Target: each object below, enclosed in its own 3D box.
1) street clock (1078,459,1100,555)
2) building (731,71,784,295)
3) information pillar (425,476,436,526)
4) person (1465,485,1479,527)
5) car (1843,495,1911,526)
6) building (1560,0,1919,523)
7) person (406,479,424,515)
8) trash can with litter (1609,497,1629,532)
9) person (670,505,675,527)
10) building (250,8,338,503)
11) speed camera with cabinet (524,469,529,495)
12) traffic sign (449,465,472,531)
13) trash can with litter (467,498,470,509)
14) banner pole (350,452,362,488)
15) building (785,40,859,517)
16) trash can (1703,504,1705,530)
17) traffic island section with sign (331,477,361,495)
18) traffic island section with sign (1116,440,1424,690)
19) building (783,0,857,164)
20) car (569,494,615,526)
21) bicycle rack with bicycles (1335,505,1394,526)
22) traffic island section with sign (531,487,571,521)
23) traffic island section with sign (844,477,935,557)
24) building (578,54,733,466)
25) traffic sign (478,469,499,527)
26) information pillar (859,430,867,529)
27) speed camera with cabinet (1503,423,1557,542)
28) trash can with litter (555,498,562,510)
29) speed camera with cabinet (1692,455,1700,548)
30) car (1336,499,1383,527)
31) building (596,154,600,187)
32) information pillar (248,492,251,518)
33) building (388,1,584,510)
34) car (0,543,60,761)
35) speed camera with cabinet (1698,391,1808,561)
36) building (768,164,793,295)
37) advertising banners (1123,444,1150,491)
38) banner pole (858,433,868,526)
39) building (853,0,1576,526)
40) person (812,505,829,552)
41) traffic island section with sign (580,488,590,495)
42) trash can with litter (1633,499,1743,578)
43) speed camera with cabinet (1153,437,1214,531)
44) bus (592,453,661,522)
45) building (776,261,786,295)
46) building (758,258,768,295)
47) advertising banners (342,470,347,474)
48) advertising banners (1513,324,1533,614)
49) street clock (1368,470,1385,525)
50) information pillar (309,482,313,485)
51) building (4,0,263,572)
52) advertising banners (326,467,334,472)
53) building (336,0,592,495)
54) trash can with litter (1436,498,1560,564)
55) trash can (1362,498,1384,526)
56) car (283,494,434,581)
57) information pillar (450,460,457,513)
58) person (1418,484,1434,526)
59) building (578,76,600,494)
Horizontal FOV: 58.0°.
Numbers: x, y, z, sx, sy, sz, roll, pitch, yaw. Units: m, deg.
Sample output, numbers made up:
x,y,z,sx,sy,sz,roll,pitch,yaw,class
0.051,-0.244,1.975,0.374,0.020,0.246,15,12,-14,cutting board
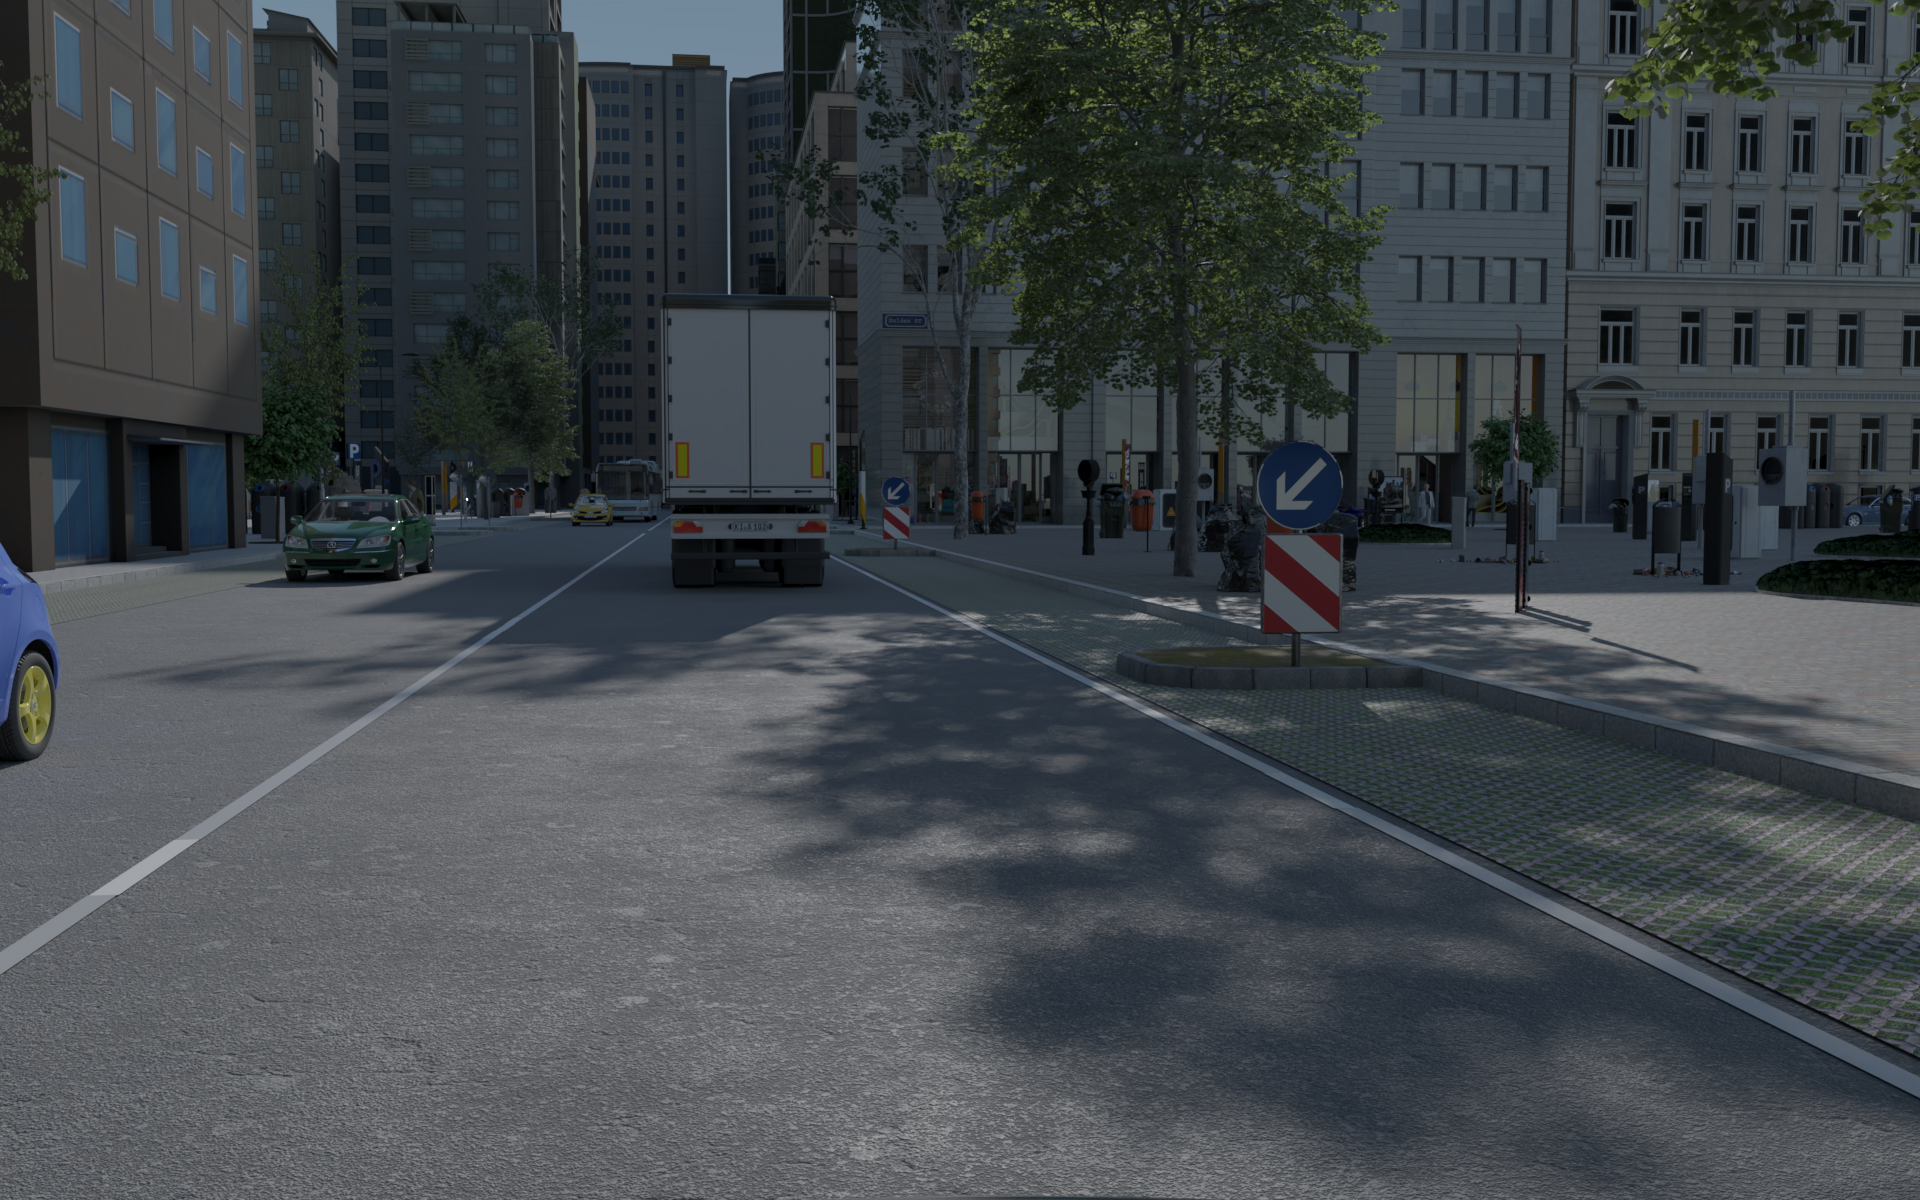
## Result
x,y,z,sx,sy,sz,roll,pitch,yaw,class
2.695,-1.941,36.306,0.358,2.002,0.471,-2,4,-35,street clock
-17.299,-42.605,238.596,28.212,58.520,21.231,-1,4,-8,building
-21.230,-3.972,69.434,0.304,2.012,0.304,0,4,5,information pillar
20.029,-3.618,67.832,0.592,1.802,0.473,1,4,20,person
38.681,-3.755,73.401,4.499,1.417,2.014,-1,4,-10,car
35.060,-18.132,82.366,20.117,28.700,13.634,-1,4,-8,building
-15.032,-2.396,47.589,0.656,1.842,0.836,-1,4,-10,person
22.159,-2.863,58.193,0.624,1.170,1.055,2,4,25,trash can with litter
-12.392,-4.108,75.894,0.641,1.798,0.478,-1,4,-14,person
-83.486,-37.124,196.215,27.495,52.752,28.713,-1,4,-8,building
-35.306,-8.849,139.021,2.038,3.252,0.660,0,4,-6,speed camera with cabinet
-17.405,-3.472,60.415,0.795,2.450,0.064,-1,4,-8,traffic sign
-31.809,-6.168,112.227,1.055,1.170,0.624,1,4,9,trash can with litter
-31.381,-6.105,89.839,0.863,3.779,0.401,1,4,12,banner pole
-0.906,-18.883,113.248,19.350,26.468,34.151,-1,4,-8,building
25.747,-2.916,59.334,0.748,1.137,0.748,0,3,0,trash can
-13.986,-1.880,39.368,1.989,1.847,2.006,-1,4,-8,traffic island section with sign
2.297,-0.301,13.549,1.989,1.847,2.006,-1,4,-8,traffic island section with sign
-8.962,-44.858,171.677,20.563,71.187,20.611,-1,4,-8,building
-16.569,-4.151,78.098,2.015,1.641,3.980,-1,4,-9,car
12.835,-2.666,56.978,2.852,0.926,2.925,3,5,41,bicycle rack with bicycles
-21.883,-5.146,92.759,1.989,1.847,2.006,-1,4,-8,traffic island section with sign
-1.679,-1.940,40.354,1.989,1.847,2.006,-1,4,-8,traffic island section with sign
-45.647,-42.344,234.329,28.212,58.520,21.231,-1,4,-8,building
-18.575,-3.955,68.314,0.795,2.450,0.064,-1,4,-8,traffic sign
-3.541,-4.380,62.961,0.183,3.616,0.504,1,4,13,information pillar
15.703,-3.265,47.726,0.660,3.252,2.038,-1,4,-10,speed camera with cabinet
-32.064,-7.688,137.090,1.055,1.170,0.624,-3,5,-45,trash can with litter
17.922,-2.794,40.018,0.660,3.252,2.038,-1,4,-23,speed camera with cabinet
14.532,-3.388,67.969,3.894,1.354,1.945,-1,4,-9,car
-55.641,-33.586,203.754,28.867,44.769,22.147,-1,4,-8,building
-39.071,-6.321,94.705,0.504,3.616,0.183,-1,4,-16,information pillar
-39.993,-28.395,147.847,14.154,41.232,14.086,-1,4,-8,building
-5.647,0.100,7.957,1.945,1.707,3.694,0,4,-7,car
15.515,-2.415,33.817,0.660,3.252,2.038,-1,4,-20,speed camera with cabinet
-9.489,-23.451,155.126,14.160,30.474,14.107,-1,4,-8,building
6.244,-3.972,61.122,0.090,3.025,2.074,2,4,34,advertising banners
-3.913,-4.926,70.555,0.401,3.779,0.863,0,4,7,banner pole
10.601,-18.326,77.118,29.804,29.767,11.434,-1,4,-8,building
-3.575,-2.064,42.347,0.635,1.810,0.391,2,4,26,person
-25.861,-6.791,119.664,1.989,1.847,2.006,-1,4,-8,traffic island section with sign
11.601,-1.003,27.464,2.233,1.210,1.678,-1,4,-18,trash can with litter
7.737,-4.014,59.966,2.038,3.252,0.660,-1,4,-16,speed camera with cabinet
-17.368,-5.892,91.199,2.948,3.499,13.247,0,4,-7,bus
-8.061,-18.852,137.901,12.332,23.373,15.834,-1,4,-8,building
-17.836,-27.011,213.334,14.160,30.474,14.107,-1,4,-8,building
-44.874,-7.889,125.178,0.090,3.025,2.074,0,4,-3,advertising banners
6.121,-1.387,18.866,0.090,3.025,2.074,1,4,23,advertising banners
12.323,-2.857,51.284,0.358,2.002,0.471,-2,4,-26,street clock
-38.449,-6.018,102.894,0.304,2.012,0.304,0,4,-5,information pillar
-22.634,-23.395,32.622,14.600,45.320,14.200,-1,4,-8,building
-41.381,-7.071,111.795,2.074,3.025,0.090,0,4,6,advertising banners
-45.969,-44.361,163.555,20.563,71.187,20.611,-1,4,-8,building
10.107,-1.311,32.491,2.233,1.210,1.678,1,4,17,trash can with litter
14.626,-3.041,61.376,0.748,1.137,0.748,0,3,0,trash can
-10.340,-1.115,30.029,2.131,1.459,4.920,0,4,-7,car
-34.627,-7.769,118.369,0.183,3.616,0.504,3,5,39,information pillar
18.398,-3.677,68.499,0.514,1.842,0.818,-2,4,-26,person
-45.538,-32.530,181.970,14.600,45.320,14.200,-1,4,-8,building
